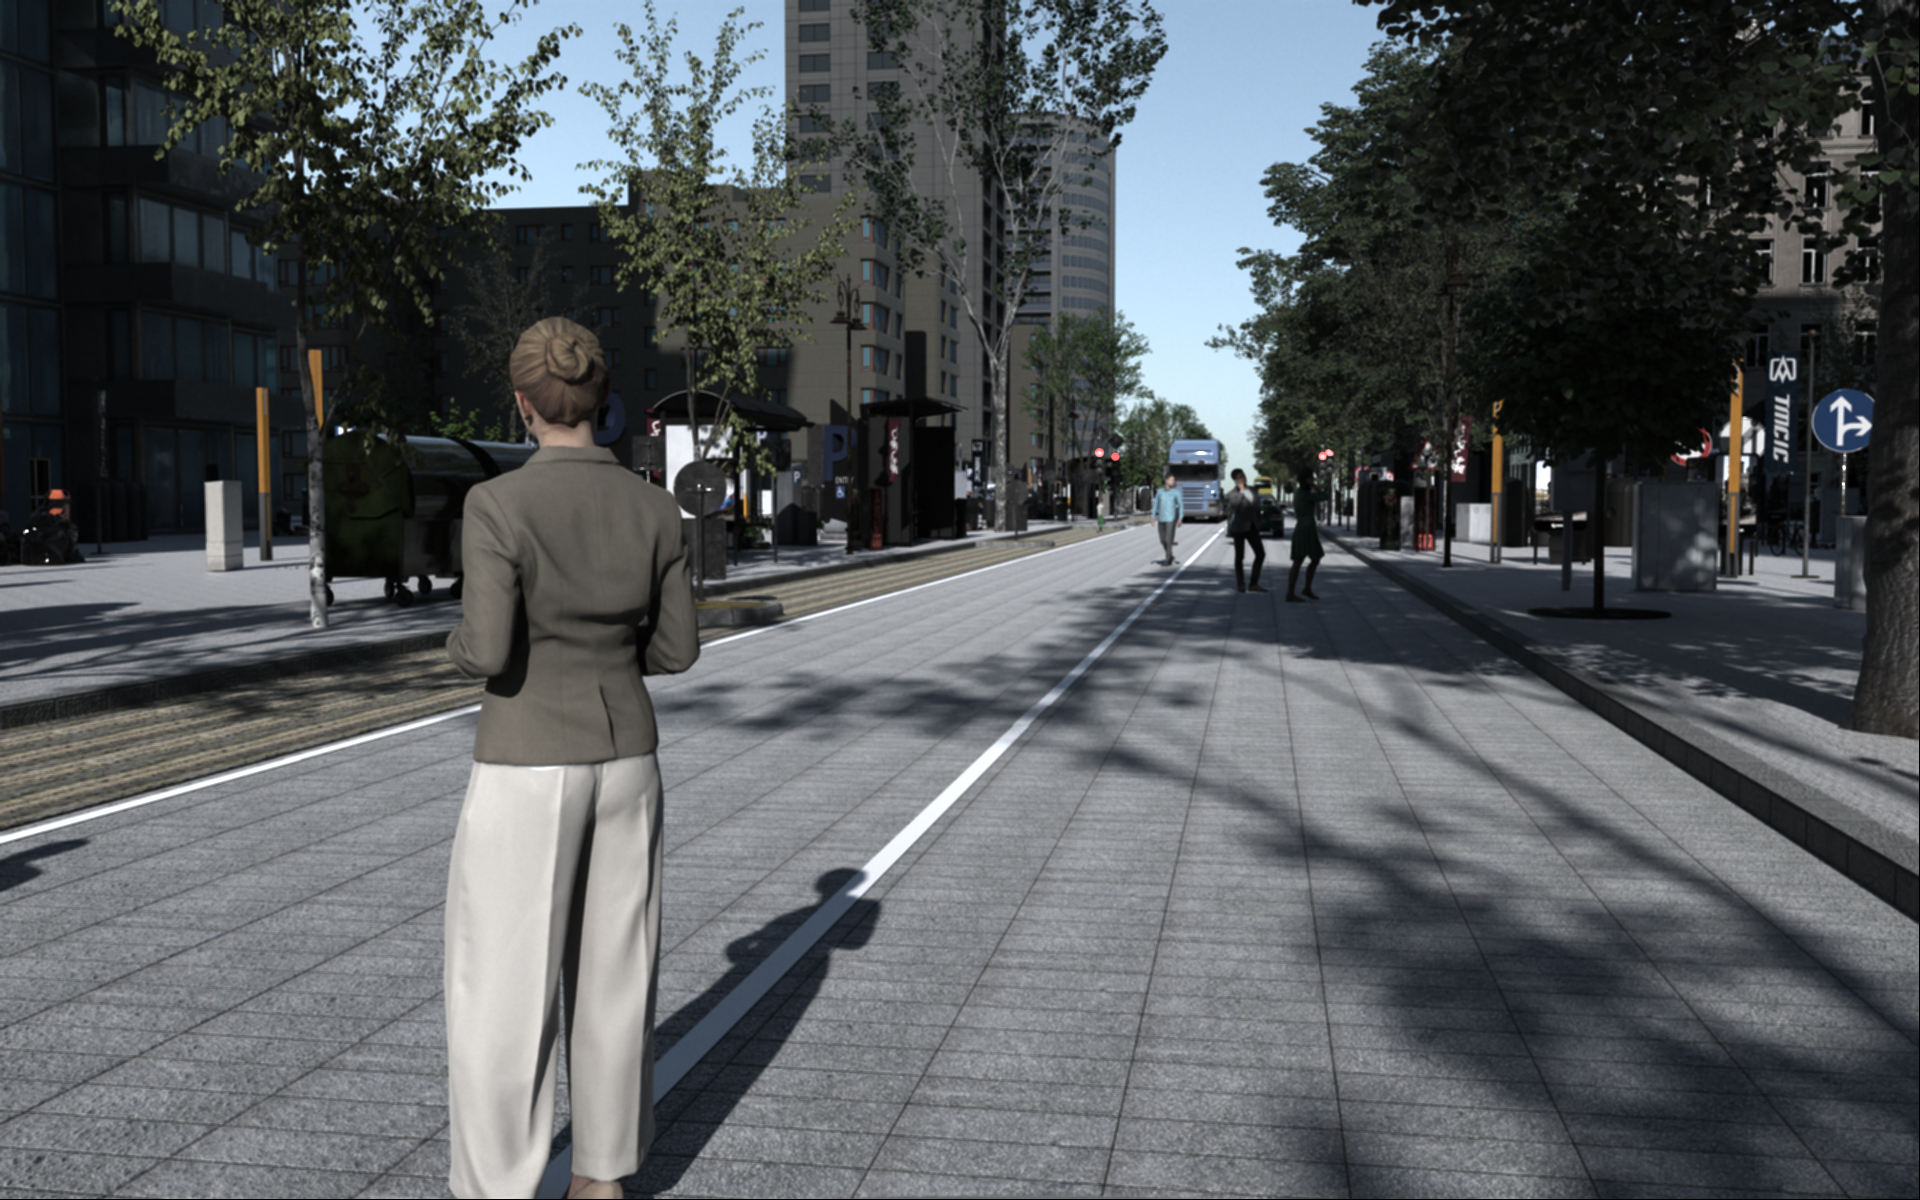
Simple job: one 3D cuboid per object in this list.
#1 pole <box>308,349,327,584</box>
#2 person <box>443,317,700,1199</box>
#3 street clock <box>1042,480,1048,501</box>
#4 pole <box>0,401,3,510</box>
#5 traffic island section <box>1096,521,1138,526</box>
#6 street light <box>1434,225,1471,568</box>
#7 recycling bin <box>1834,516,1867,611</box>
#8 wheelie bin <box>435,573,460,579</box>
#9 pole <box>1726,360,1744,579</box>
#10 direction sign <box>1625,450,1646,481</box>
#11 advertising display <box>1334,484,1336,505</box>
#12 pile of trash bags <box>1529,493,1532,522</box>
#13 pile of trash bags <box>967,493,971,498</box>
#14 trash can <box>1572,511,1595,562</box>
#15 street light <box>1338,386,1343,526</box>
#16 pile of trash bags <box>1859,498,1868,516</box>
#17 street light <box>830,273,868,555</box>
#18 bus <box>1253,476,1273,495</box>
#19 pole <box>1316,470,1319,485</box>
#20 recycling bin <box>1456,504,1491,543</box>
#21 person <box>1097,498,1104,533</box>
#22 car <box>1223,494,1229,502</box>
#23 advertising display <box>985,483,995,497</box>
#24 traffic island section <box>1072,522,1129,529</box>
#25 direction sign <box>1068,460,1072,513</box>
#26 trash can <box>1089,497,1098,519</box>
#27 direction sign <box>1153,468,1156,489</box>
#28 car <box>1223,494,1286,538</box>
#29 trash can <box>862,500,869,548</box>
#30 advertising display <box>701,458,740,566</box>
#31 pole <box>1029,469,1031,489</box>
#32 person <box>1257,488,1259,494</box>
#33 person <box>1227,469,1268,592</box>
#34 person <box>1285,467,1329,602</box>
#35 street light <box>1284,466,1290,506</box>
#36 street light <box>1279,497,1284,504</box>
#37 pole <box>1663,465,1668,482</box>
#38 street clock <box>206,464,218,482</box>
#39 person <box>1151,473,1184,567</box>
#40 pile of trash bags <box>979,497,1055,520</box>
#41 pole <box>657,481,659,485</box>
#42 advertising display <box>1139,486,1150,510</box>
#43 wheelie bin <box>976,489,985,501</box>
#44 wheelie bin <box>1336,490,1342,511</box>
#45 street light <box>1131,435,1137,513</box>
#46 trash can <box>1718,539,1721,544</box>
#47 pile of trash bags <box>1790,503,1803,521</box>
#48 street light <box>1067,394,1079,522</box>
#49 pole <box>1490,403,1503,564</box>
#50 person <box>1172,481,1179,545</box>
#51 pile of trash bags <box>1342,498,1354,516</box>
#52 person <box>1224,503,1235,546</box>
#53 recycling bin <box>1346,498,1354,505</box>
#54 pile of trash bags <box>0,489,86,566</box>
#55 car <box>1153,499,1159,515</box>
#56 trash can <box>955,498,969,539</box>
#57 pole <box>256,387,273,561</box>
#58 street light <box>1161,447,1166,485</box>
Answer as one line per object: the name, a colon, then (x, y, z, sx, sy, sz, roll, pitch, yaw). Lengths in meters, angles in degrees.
pole: (-9.119, -1.880, 24.577, 0.158, 3.312, 0.155, 0, 3, 0)
person: (-0.767, 0.352, 3.299, 0.519, 1.759, 0.362, -3, 5, -41)
street clock: (4.431, -5.244, 90.307, 0.358, 2.002, 0.471, 1, 4, 14)
pole: (-20.995, -2.693, 37.866, 0.158, 3.312, 0.155, 0, 3, 0)
traffic island section: (7.100, -3.487, 79.294, 2.009, 0.180, 2.903, 1, 4, 10)
street light: (8.507, -3.503, 30.064, 0.468, 5.910, 1.993, 1, 4, 10)
recycling bin: (10.238, -0.414, 19.319, 0.722, 1.027, 0.722, 1, 4, 13)
wheelie bin: (-7.670, -1.135, 26.472, 0.980, 1.594, 0.693, 2, 4, 23)
pole: (11.753, -1.983, 26.270, 0.158, 3.312, 0.155, 0, 3, 0)
direction sign: (29.253, -5.078, 75.015, 0.876, 3.537, 0.379, 2, 4, 29)
advertising display: (25.296, -6.834, 116.953, 0.123, 1.923, 0.974, 1, 4, 9)
pile of trash bags: (21.933, -3.272, 63.247, 1.912, 1.369, 3.447, -2, 4, -34)
pile of trash bags: (1.527, -5.929, 106.697, 3.447, 1.369, 1.912, -3, 4, -36)
trash can: (11.684, -1.286, 32.686, 0.748, 1.137, 0.748, 0, 3, 0)
street light: (15.116, -5.869, 68.753, 0.468, 5.910, 1.993, 1, 4, 10)
pile of trash bags: (40.822, -4.229, 78.904, 3.447, 1.369, 1.912, -2, 4, -34)
street light: (-2.330, -3.894, 36.447, 0.468, 5.910, 1.993, 1, 4, 10)
bus: (42.159, -15.257, 241.002, 2.896, 3.916, 12.252, 1, 4, 10)
pole: (24.104, -7.512, 116.670, 0.158, 3.312, 0.155, 0, 3, 0)
recycling bin: (13.668, -2.046, 46.008, 0.722, 1.027, 0.722, -1, 4, -17)
person: (5.133, -3.103, 63.476, 0.306, 1.304, 0.590, 2, 4, 31)
car: (29.966, -11.309, 194.683, 2.009, 1.686, 4.222, 1, 4, 11)
advertising display: (1.982, -6.078, 104.595, 0.974, 1.923, 0.123, 0, 4, -6)
traffic island section: (5.742, -3.006, 71.425, 2.009, 0.180, 2.903, 1, 4, 10)
direction sign: (7.390, -7.533, 115.166, 0.379, 3.537, 0.876, 2, 4, 32)
trash can: (6.934, -4.791, 89.994, 0.748, 1.137, 0.748, 0, 3, 0)
direction sign: (17.241, -9.876, 153.467, 0.379, 3.537, 0.876, 0, 4, -7)
car: (9.922, -2.842, 58.260, 2.131, 1.459, 4.920, 1, 4, 8)
trash can: (-2.197, -1.802, 41.116, 0.748, 1.137, 0.748, 0, 3, 0)
advertising display: (-4.346, -1.586, 31.137, 0.974, 1.923, 0.123, 3, 4, 36)
pole: (5.600, -8.848, 138.515, 0.158, 3.312, 0.155, 0, 3, 0)
person: (19.762, -6.553, 115.598, 0.622, 1.834, 0.822, -3, 4, -39)
person: (4.202, -1.018, 25.322, 0.592, 1.802, 0.473, -1, 4, -8)
person: (4.593, -0.881, 23.147, 0.529, 1.795, 0.600, -1, 4, -11)
street light: (35.774, -13.165, 188.040, 0.468, 5.910, 1.993, 1, 4, 10)
street light: (42.419, -15.529, 226.685, 0.468, 5.910, 1.993, 1, 4, 10)
pole: (32.019, -5.189, 78.684, 0.158, 3.312, 0.155, 0, 3, 0)
street clock: (-18.205, -2.302, 42.201, 0.358, 2.002, 0.471, -2, 4, -31)
person: (4.144, -1.578, 34.165, 0.638, 1.841, 0.748, 3, 5, 39)
pile of trash bags: (2.972, -4.632, 85.478, 3.447, 1.369, 1.912, -3, 5, -42)
pole: (-16.889, -6.282, 96.558, 0.158, 3.312, 0.155, 0, 3, 0)
advertising display: (14.481, -8.001, 136.028, 0.974, 1.923, 0.123, 2, 4, 34)
wheelie bin: (1.461, -6.306, 111.004, 0.693, 1.594, 0.980, 2, 4, 32)
wheelie bin: (27.924, -7.368, 128.373, 0.693, 1.594, 0.980, 3, 4, 36)
street light: (11.834, -8.923, 118.684, 0.468, 5.910, 1.993, 1, 4, 10)
trash can: (19.564, -1.985, 44.110, 0.748, 1.137, 0.748, 0, 3, 0)
pile of trash bags: (40.686, -4.523, 83.710, 3.447, 1.369, 1.912, 0, 4, 2)
street light: (5.237, -6.559, 80.030, 0.468, 5.910, 1.993, 1, 4, 10)
pole: (9.876, -2.324, 31.838, 0.158, 3.312, 0.155, 0, 3, 0)
person: (5.900, -2.435, 48.489, 0.721, 1.800, 0.419, -2, 4, -35)
pile of trash bags: (23.920, -5.579, 100.961, 3.447, 1.369, 1.912, -3, 5, -44)
person: (7.771, -2.411, 48.263, 0.623, 1.781, 0.721, -2, 4, -27)
recycling bin: (24.793, -5.920, 109.341, 0.722, 1.027, 0.722, 0, 4, 0)
pile of trash bags: (-17.238, -1.371, 32.168, 1.912, 1.369, 3.447, -1, 4, -11)
car: (14.283, -6.705, 119.214, 1.945, 1.707, 3.694, 1, 4, 10)
trash can: (-0.113, -2.327, 49.692, 0.748, 1.137, 0.748, 0, 3, 0)
pole: (-13.337, -2.408, 33.206, 0.158, 3.312, 0.155, 0, 3, 0)
street light: (18.186, -11.156, 155.186, 0.468, 5.910, 1.993, 1, 4, 10)
